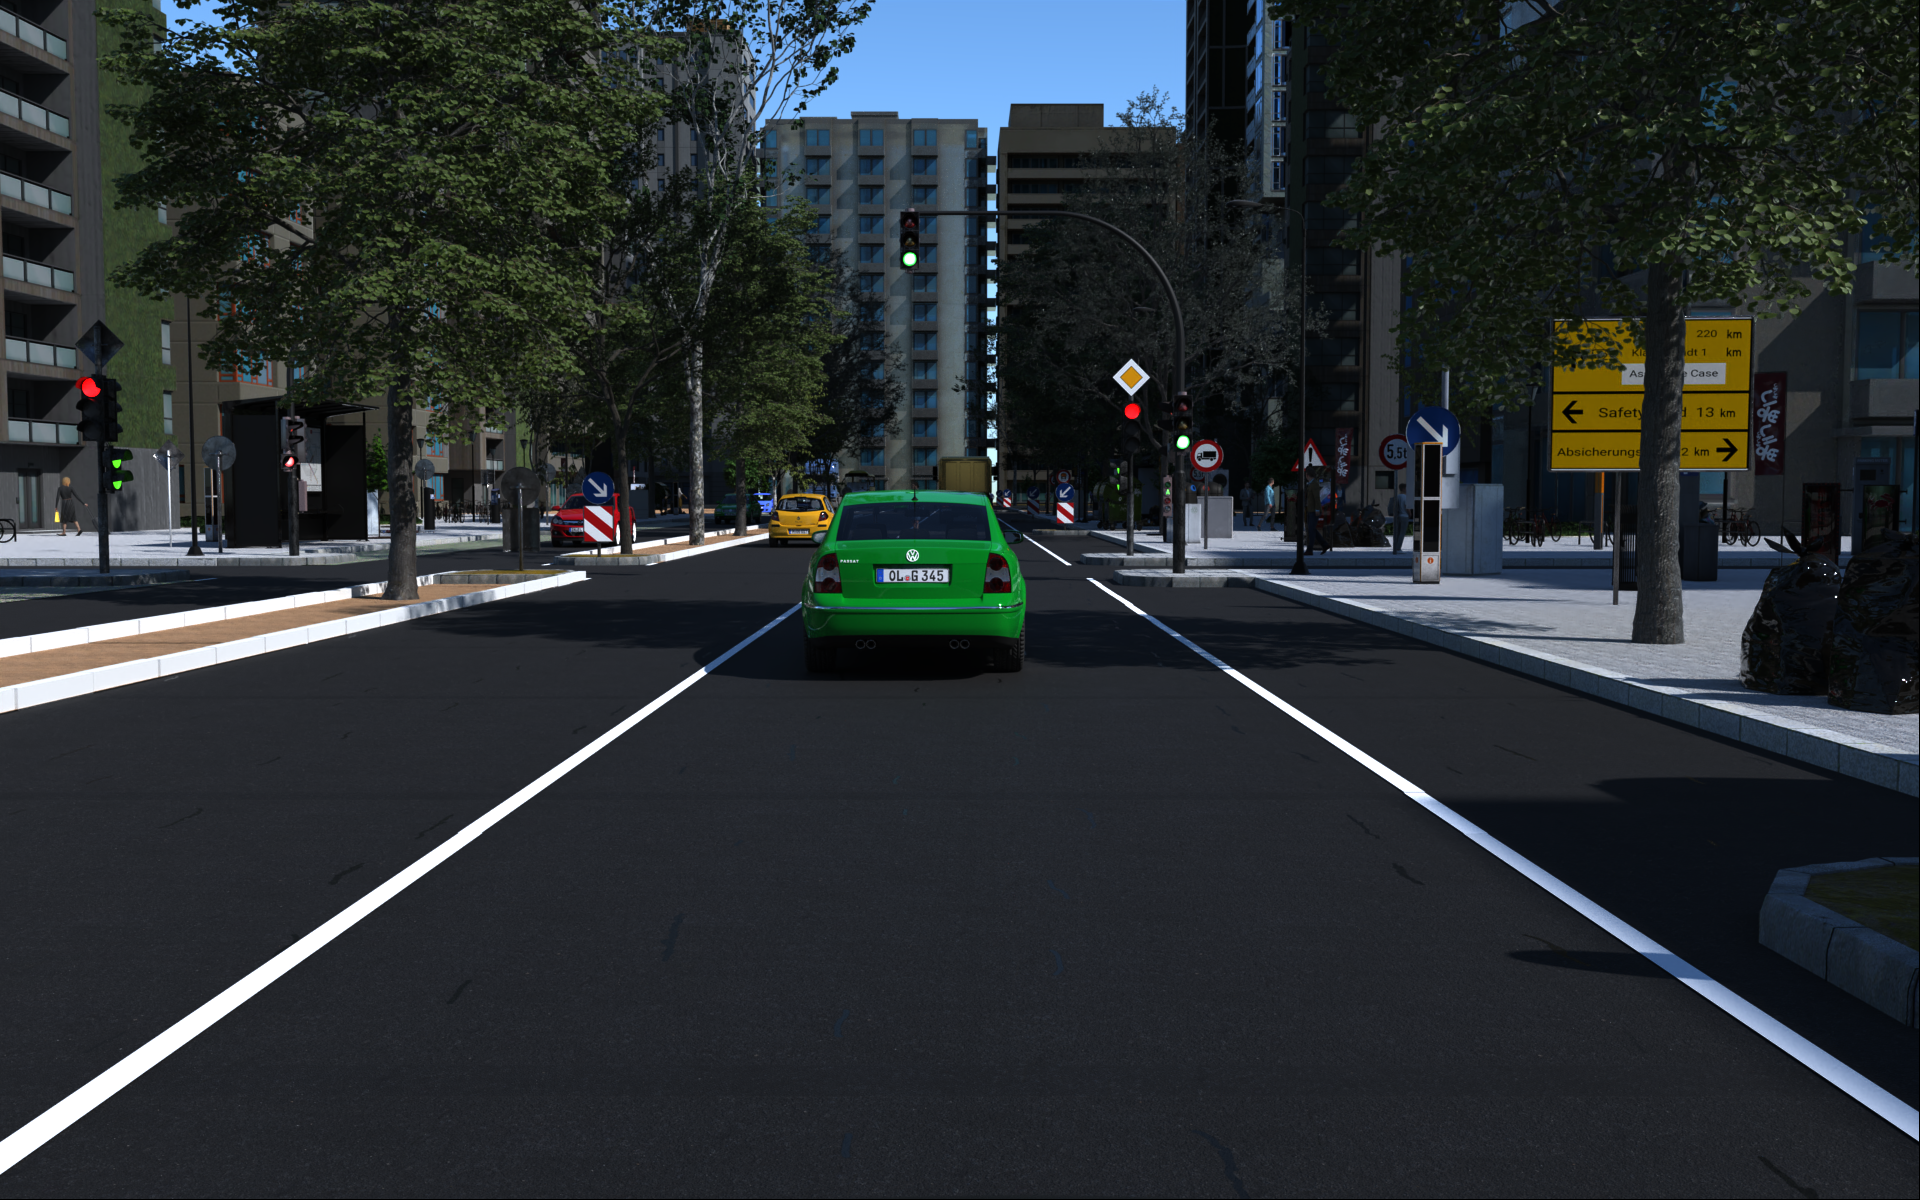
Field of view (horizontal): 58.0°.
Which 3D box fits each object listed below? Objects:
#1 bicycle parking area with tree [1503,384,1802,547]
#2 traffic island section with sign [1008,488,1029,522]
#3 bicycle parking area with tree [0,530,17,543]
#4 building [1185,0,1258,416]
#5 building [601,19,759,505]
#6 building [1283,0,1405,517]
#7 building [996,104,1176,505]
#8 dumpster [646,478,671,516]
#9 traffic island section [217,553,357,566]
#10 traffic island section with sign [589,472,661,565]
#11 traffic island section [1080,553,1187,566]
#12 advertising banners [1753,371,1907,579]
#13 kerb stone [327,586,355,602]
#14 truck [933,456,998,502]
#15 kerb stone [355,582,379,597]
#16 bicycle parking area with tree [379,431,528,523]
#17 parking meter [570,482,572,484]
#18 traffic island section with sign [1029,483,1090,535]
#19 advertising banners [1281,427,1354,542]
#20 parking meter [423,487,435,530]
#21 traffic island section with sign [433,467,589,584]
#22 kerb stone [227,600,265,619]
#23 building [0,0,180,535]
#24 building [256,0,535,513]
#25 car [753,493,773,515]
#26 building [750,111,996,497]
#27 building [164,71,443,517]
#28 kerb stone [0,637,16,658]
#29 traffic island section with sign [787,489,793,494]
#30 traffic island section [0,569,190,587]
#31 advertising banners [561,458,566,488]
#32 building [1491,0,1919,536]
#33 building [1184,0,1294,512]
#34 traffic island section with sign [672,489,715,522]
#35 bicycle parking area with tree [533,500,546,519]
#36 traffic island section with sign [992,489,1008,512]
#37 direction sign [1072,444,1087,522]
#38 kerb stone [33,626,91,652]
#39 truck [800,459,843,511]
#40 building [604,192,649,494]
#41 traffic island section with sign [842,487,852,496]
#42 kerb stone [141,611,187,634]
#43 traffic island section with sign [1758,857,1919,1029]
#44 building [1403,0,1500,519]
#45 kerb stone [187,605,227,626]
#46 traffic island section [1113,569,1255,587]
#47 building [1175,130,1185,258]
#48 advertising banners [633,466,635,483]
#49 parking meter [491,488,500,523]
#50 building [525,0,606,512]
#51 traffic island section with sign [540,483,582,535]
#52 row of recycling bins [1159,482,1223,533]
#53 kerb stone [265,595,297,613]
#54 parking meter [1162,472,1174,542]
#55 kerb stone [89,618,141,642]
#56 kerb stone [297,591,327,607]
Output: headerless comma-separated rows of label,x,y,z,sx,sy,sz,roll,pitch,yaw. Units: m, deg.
bicycle parking area with tree,17.477,-3.572,45.398,8.231,4.147,9.016,1,4,12
traffic island section with sign,3.602,-4.884,88.486,1.989,1.847,2.006,0,3,0
bicycle parking area with tree,-28.677,-3.448,43.372,9.016,4.147,8.231,1,4,19
building,30.310,-44.229,161.404,20.563,71.187,20.611,0,3,0
building,-40.064,-41.405,218.967,28.212,58.520,21.231,0,3,0
building,26.333,-20.303,103.653,14.160,30.474,14.107,0,3,0
building,15.297,-36.381,218.525,21.600,48.544,21.300,0,3,0
dumpster,-18.155,-6.167,103.317,1.502,2.255,1.985,0,4,0
traffic island section,-13.880,-0.843,36.067,2.009,0.180,2.903,0,3,0
traffic island section with sign,-7.321,-1.687,35.719,2.006,1.907,1.989,0,3,0
traffic island section,3.562,-0.842,36.051,2.009,0.180,2.903,0,3,0
advertising banners,12.211,-1.730,24.470,2.074,3.025,0.090,2,4,33
kerb stone,-8.392,-0.055,23.232,0.120,0.150,1.000,0,3,0
truck,0.271,-5.612,87.684,3.469,3.379,9.791,0,4,0
kerb stone,-8.400,-0.126,24.260,0.120,0.150,1.000,0,3,0
bicycle parking area with tree,-24.865,-5.609,78.714,8.231,4.147,9.016,0,4,1
parking meter,-19.266,-4.944,86.550,0.399,1.863,0.255,-1,4,-18
traffic island section with sign,3.575,-3.229,61.419,1.989,1.847,2.006,0,3,0
advertising banners,9.454,-3.039,45.879,2.074,3.025,0.090,3,5,39
parking meter,-19.076,-3.293,62.244,0.372,1.533,0.369,0,3,0
traffic island section with sign,-7.335,-1.234,28.311,2.006,1.907,1.989,0,3,0
kerb stone,-8.387,0.125,20.156,0.120,0.150,1.000,0,3,0
building,-35.652,-22.748,55.520,14.154,41.232,14.086,0,3,0
building,-37.870,-26.551,117.705,14.154,41.232,14.086,0,3,0
car,-13.685,-6.724,119.530,1.945,1.707,3.694,0,3,0
building,-10.730,-36.698,219.622,30.456,49.044,23.786,0,3,0
building,-43.527,-14.711,85.563,27.650,21.520,28.899,0,3,0
kerb stone,-8.400,0.438,15.035,0.120,0.150,1.000,0,3,0
traffic island section with sign,-13.489,-7.945,138.530,1.989,1.847,2.006,0,3,0
traffic island section,-13.885,-0.355,28.082,2.009,0.180,2.903,0,3,0
advertising banners,-18.664,-5.318,83.134,0.090,3.025,2.074,-3,5,-39
building,34.986,-27.017,61.338,30.456,49.044,23.786,0,3,0
building,30.871,-50.306,135.178,22.319,86.520,31.000,0,3,0
traffic island section with sign,-13.523,-4.869,88.228,1.989,1.847,2.006,0,3,0
bicycle parking area with tree,-25.398,-6.332,90.527,8.231,4.147,9.016,0,4,1
traffic island section with sign,3.628,-7.902,137.833,1.989,1.847,2.006,0,3,0
direction sign,5.414,-5.302,78.680,0.876,3.537,0.379,3,5,44
kerb stone,-8.398,0.379,16.058,0.120,0.150,1.000,0,3,0
truck,-10.328,-9.088,138.353,2.967,4.110,18.799,0,4,1
building,-37.458,-24.097,165.689,14.107,30.474,14.160,0,3,0
traffic island section with sign,-7.284,-6.283,110.857,2.006,1.907,1.989,0,3,0
kerb stone,-8.395,0.250,18.109,0.120,0.150,1.000,0,3,0
traffic island section with sign,3.547,0.218,5.059,1.989,1.847,2.006,0,3,0
building,29.486,-26.359,81.085,14.600,45.320,14.200,0,3,0
kerb stone,-8.397,0.187,19.131,0.120,0.150,1.000,0,3,0
traffic island section,3.557,-0.354,28.066,2.009,0.180,2.903,0,3,0
building,33.195,-34.593,215.698,14.200,45.320,14.600,0,3,0
advertising banners,-20.408,-6.812,107.559,0.090,3.025,2.074,0,4,4
parking meter,-20.368,-4.132,75.971,0.372,1.533,0.369,0,3,0
building,-40.684,-31.295,135.369,21.300,48.544,21.600,0,3,0
traffic island section with sign,-13.542,-3.183,60.670,1.989,1.847,2.006,0,3,0
row of recycling bins,7.533,-3.025,56.568,1.069,1.692,3.534,2,4,35
kerb stone,-8.398,0.068,21.186,0.120,0.150,1.000,0,3,0
parking meter,5.618,-2.475,46.171,0.399,1.863,0.255,3,5,39
kerb stone,-8.400,0.313,17.080,0.120,0.150,1.000,0,3,0
kerb stone,-8.394,-0.001,22.209,0.120,0.150,1.000,0,3,0
